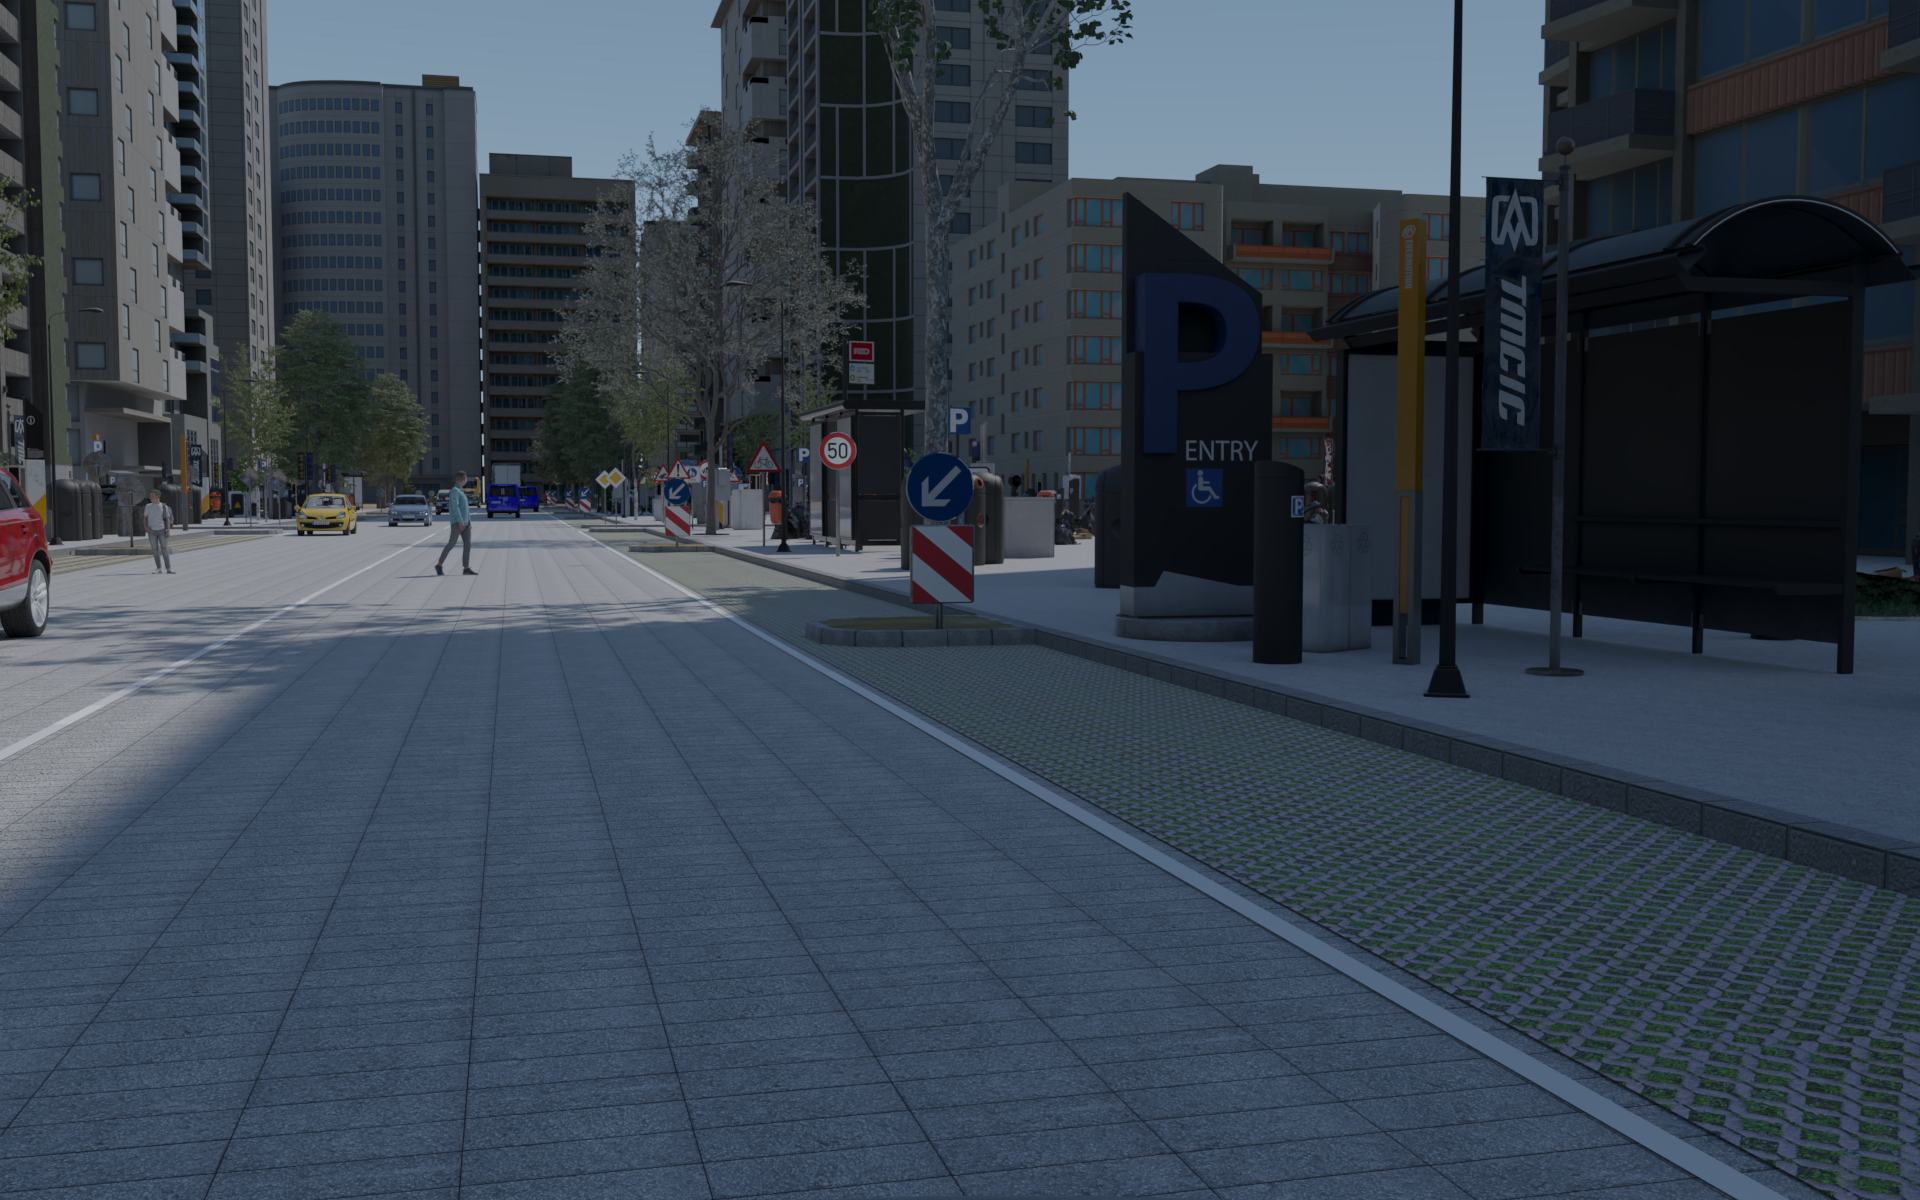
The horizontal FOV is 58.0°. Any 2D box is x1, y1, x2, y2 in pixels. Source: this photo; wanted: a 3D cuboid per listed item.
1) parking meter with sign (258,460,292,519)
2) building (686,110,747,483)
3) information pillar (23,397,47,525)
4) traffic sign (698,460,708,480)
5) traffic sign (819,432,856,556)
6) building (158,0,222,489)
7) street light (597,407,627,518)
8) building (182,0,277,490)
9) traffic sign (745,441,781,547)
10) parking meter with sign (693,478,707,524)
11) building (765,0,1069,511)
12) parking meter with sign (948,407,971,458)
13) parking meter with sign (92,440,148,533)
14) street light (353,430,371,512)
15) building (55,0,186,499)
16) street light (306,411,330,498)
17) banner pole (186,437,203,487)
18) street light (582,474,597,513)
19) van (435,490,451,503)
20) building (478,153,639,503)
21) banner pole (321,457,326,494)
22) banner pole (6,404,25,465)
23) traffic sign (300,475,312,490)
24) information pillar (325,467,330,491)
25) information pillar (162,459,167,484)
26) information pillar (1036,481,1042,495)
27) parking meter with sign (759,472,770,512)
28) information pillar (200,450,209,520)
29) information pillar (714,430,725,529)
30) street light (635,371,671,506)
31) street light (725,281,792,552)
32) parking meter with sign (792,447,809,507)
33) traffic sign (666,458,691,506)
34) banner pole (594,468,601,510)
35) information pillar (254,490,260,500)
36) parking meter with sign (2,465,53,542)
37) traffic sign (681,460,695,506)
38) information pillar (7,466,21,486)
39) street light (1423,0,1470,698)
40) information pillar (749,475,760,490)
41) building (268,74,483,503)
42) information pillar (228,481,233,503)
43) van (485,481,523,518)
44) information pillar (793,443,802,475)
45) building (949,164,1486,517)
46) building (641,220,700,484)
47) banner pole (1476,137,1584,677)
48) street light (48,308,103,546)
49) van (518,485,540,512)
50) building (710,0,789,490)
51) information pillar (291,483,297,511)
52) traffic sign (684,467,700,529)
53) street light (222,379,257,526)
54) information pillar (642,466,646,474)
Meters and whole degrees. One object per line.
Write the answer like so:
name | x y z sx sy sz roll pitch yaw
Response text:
parking meter with sign | -35.014 -5.651 88.661 1.738 3.016 0.543 1 4 21
building | -19.533 -33.246 198.200 22.147 44.769 28.867 -1 4 -14
information pillar | -22.382 -3.090 41.881 0.183 3.616 0.504 2 4 26
traffic sign | -9.330 -3.914 64.096 0.768 2.556 0.104 -1 4 -10
traffic sign | -2.509 -2.169 35.568 0.768 2.556 0.104 0 4 -5
building | -76.882 -51.147 148.920 22.319 86.520 31.000 -1 4 -14
street light | -18.488 -7.330 92.392 1.470 5.913 1.316 -1 4 -14
building | -85.732 -45.679 185.095 20.611 71.187 20.563 -1 4 -14
traffic sign | -4.798 -2.588 42.312 0.884 2.594 0.081 -1 4 -13
parking meter with sign | -10.795 -4.762 74.114 0.543 3.016 1.738 1 4 11
building | -4.234 -42.774 137.613 20.563 71.187 20.611 -1 4 -14
parking meter with sign | -0.379 -2.397 35.459 0.543 3.016 1.738 -2 4 -24
parking meter with sign | -27.484 -3.705 56.845 0.543 3.016 1.738 2 4 27
street light | -43.103 -9.307 124.716 1.470 5.913 1.316 -1 4 -14
building | -70.879 -32.514 120.848 28.713 52.752 27.495 -1 4 -14
street light | -36.061 -7.626 97.227 1.470 5.913 1.316 -1 4 -14
banner pole | -33.937 -5.296 76.614 0.863 3.779 0.401 -2 4 -33
street light | -25.450 -8.966 119.142 1.470 5.913 1.316 -1 4 -14
van | -50.769 -10.018 170.801 2.013 2.044 4.112 -1 4 -16
building | -58.103 -38.333 250.444 21.600 48.544 21.300 -1 4 -14
banner pole | -43.031 -7.775 117.133 0.401 3.779 0.863 0 4 0
banner pole | -26.265 -3.562 48.259 0.401 3.779 0.863 1 4 19
traffic sign | -43.601 -7.056 115.476 0.768 2.556 0.104 -1 4 -12
information pillar | -51.397 -9.129 140.617 0.504 3.616 0.183 1 4 14
information pillar | -53.349 -7.633 116.160 0.504 3.616 0.183 3 5 44
information pillar | 4.565 -5.832 99.849 0.304 2.012 0.304 0 4 -8
parking meter with sign | -14.255 -7.995 126.978 0.543 3.016 1.738 2 4 25
information pillar | -37.614 -5.799 86.168 0.504 3.616 0.183 1 4 18
information pillar | -8.820 -4.374 62.868 0.504 3.616 0.183 0 4 -3
street light | -11.579 -5.689 65.557 1.470 5.913 1.316 -1 4 -14
street light | -4.427 -4.006 38.039 1.470 5.913 1.316 -1 4 -14
parking meter with sign | -6.066 -4.245 65.667 0.543 3.016 1.738 -1 4 -15
traffic sign | -10.028 -3.772 61.676 0.884 2.594 0.081 0 4 -7
banner pole | -29.609 -9.309 142.211 0.863 3.779 0.401 0 4 -6
information pillar | -54.540 -7.941 134.332 0.304 2.012 0.304 0 4 3
parking meter with sign | -25.083 -3.037 45.912 1.738 3.016 0.543 -1 4 -22
traffic sign | -10.164 -3.917 64.150 0.768 2.556 0.104 -1 4 -8
information pillar | -24.688 -2.492 45.243 0.304 2.012 0.304 -2 4 -29
street light | 2.575 -2.336 10.728 1.470 5.913 1.316 -1 4 -14
information pillar | -7.751 -3.727 65.421 0.304 2.012 0.304 1 4 19
building | -82.324 -42.956 244.333 28.212 58.520 21.231 -1 4 -14
information pillar | -40.755 -5.641 96.727 0.304 2.012 0.304 -1 4 -16
van | -27.370 -6.088 103.923 2.240 2.365 5.245 -1 4 -13
information pillar | -7.419 -5.376 79.247 0.183 3.616 0.504 3 4 36
building | 16.674 -16.316 111.807 28.899 21.520 27.650 -1 4 -14
building | -38.928 -34.775 252.168 14.086 41.232 14.154 -1 4 -14
banner pole | 4.019 -1.356 12.180 0.863 3.779 0.401 -1 4 -16
street light | -22.086 -4.326 43.265 1.470 5.913 1.316 -1 4 -14
van | -34.698 -8.191 138.299 2.240 2.365 5.245 -1 4 -16
building | -8.603 -35.626 171.721 28.713 52.752 27.495 -1 4 -14
information pillar | -46.032 -7.049 119.747 0.304 2.012 0.304 -1 4 -16
traffic sign | -9.789 -3.743 63.328 0.606 2.300 0.079 -1 4 -9
street light | -29.079 -5.957 69.933 1.470 5.913 1.316 -1 4 -14
information pillar | -26.331 -9.347 144.183 0.183 3.616 0.504 2 4 27
